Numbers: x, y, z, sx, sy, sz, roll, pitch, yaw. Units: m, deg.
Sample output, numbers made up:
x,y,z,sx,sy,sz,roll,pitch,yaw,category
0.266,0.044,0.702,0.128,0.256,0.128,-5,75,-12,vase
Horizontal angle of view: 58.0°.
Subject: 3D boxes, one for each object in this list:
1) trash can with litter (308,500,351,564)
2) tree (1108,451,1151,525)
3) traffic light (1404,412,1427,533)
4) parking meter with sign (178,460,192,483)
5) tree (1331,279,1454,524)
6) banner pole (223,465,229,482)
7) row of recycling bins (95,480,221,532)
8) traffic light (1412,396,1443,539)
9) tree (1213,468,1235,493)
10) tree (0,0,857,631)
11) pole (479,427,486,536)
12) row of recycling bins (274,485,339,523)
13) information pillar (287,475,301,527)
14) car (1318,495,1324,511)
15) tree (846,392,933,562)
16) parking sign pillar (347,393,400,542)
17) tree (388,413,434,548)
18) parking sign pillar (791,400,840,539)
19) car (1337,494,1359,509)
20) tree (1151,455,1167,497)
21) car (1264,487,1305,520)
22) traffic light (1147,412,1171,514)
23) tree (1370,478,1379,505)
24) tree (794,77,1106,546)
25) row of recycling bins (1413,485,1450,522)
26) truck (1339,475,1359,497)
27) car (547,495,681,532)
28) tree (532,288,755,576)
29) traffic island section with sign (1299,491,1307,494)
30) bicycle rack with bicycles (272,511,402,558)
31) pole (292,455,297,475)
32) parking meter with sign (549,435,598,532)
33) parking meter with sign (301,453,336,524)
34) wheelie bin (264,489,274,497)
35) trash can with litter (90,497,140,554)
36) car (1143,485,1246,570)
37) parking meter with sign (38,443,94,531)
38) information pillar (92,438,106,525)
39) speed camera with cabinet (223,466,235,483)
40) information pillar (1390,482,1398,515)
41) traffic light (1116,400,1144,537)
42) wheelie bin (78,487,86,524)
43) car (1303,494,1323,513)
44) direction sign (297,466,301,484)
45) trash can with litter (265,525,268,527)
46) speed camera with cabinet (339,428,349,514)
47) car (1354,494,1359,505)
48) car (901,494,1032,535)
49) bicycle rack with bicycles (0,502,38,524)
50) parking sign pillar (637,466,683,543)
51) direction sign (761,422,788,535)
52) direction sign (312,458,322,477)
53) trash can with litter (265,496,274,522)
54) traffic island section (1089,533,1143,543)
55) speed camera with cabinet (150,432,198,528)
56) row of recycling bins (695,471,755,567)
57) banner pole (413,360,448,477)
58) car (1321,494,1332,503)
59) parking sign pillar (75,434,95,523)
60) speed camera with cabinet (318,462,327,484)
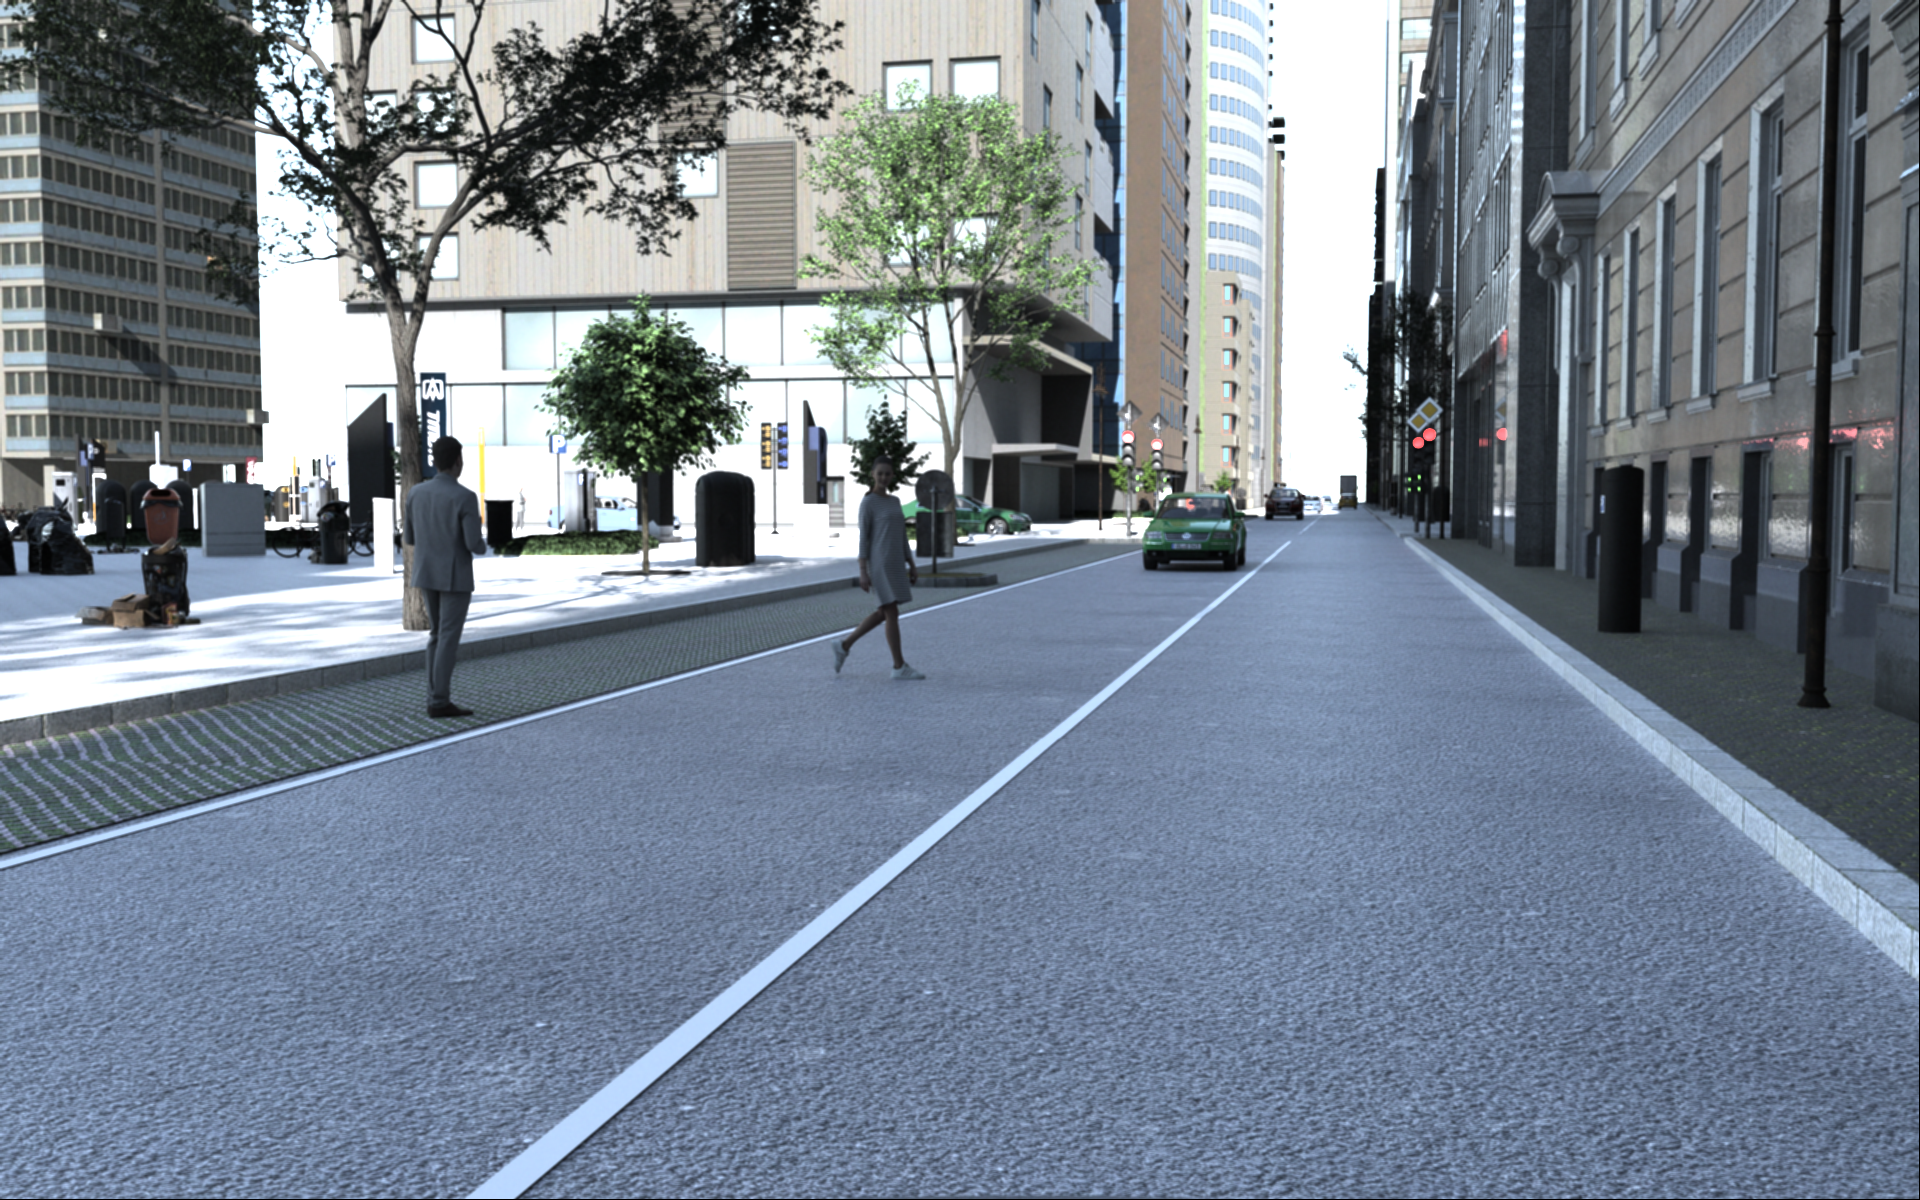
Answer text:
x,y,z,sx,sy,sz,roll,pitch,yaw,category
-11.666,-1.251,31.838,1.055,1.170,0.624,3,5,41,trash can with litter
6.946,-4.719,71.753,1.663,3.219,1.824,0,3,0,tree
15.225,-4.206,57.688,0.839,4.253,0.868,1,4,13,traffic light
-39.707,-5.583,87.544,0.543,3.016,1.738,2,4,27,parking meter with sign
20.281,-8.620,75.357,7.601,10.594,8.767,3,4,37,tree
-53.323,-8.305,125.800,0.863,3.779,0.401,3,4,37,banner pole
-23.076,-2.633,50.170,3.534,1.692,1.069,-2,4,-31,row of recycling bins
13.479,-3.729,49.895,0.839,4.253,0.868,1,4,13,traffic light
19.369,-8.112,127.226,1.663,3.219,1.824,0,3,0,tree
-5.105,-5.015,16.403,8.767,10.594,7.601,0,4,0,tree
-14.543,-3.602,52.740,0.158,3.312,0.155,0,3,0,pole
-29.189,-4.355,78.322,3.534,1.692,1.069,0,4,-5,row of recycling bins
-25.681,-3.816,66.883,0.304,2.012,0.304,2,4,35,information pillar
29.757,-8.199,146.423,2.083,1.381,4.827,1,4,15,car
-1.313,-2.347,32.973,1.663,3.219,1.824,0,3,0,tree
-15.872,-3.563,46.723,1.447,3.967,1.447,2,4,25,parking sign pillar
-12.833,-2.869,41.512,1.663,3.219,1.824,0,3,0,tree
-4.199,-3.777,50.222,1.447,3.967,1.447,1,4,8,parking sign pillar
37.136,-9.518,165.842,2.015,1.641,3.980,1,4,14,car
8.501,-5.116,78.241,1.663,3.219,1.824,0,3,0,tree
18.412,-5.474,98.172,2.281,1.827,5.304,1,4,13,car
6.817,-4.320,59.548,0.839,4.253,0.868,1,4,13,traffic light
51.183,-13.359,213.026,1.663,3.219,1.824,0,3,0,tree
-0.221,-7.158,42.787,9.928,11.665,9.643,0,3,0,tree
22.755,-4.465,80.112,3.534,1.692,1.069,2,4,25,row of recycling bins
57.588,-16.374,256.623,2.839,4.237,11.283,1,4,14,truck
-11.693,-2.856,58.695,4.499,1.417,2.014,1,4,11,car
-5.134,-2.695,27.778,4.285,4.588,4.351,0,3,0,tree
52.606,-15.632,264.202,1.989,1.847,2.006,1,4,13,traffic island section with sign
-12.616,-1.396,36.202,2.925,0.926,2.852,-1,4,-10,bicycle rack with bicycles
-34.910,-5.936,90.902,0.158,3.312,0.155,0,3,0,pole
-11.182,-3.308,50.353,1.738,3.016,0.543,3,5,42,parking meter with sign
-27.762,-4.802,74.768,1.738,3.016,0.543,2,4,24,parking meter with sign
-47.190,-6.720,117.786,0.980,1.594,0.693,-2,4,-27,wheelie bin
-18.615,-1.613,37.433,1.678,1.210,2.233,1,4,12,trash can with litter
4.644,-1.542,34.011,1.959,1.807,4.718,1,4,12,car
-30.839,-3.879,59.690,1.738,3.016,0.543,0,4,-6,parking meter with sign
-35.513,-4.898,71.439,0.504,3.616,0.183,-2,4,-26,information pillar
-52.800,-7.913,123.721,2.038,3.252,0.660,1,4,18,speed camera with cabinet
26.468,-6.186,105.631,0.304,2.012,0.304,-2,4,-34,information pillar
5.071,-3.843,51.756,0.839,4.253,0.868,1,4,13,traffic light
-37.791,-4.028,73.770,0.693,1.594,0.980,3,5,41,wheelie bin
26.360,-7.255,130.629,2.014,1.417,4.499,1,4,13,car
-52.764,-8.947,138.279,0.379,3.537,0.876,0,4,-6,direction sign
-30.624,-3.811,73.369,2.233,1.210,1.678,2,4,27,trash can with litter
-17.844,-3.522,51.919,2.038,3.252,0.660,3,5,41,speed camera with cabinet
51.862,-13.331,229.763,2.131,1.459,4.920,1,4,14,car
-0.047,-2.784,57.314,4.920,1.459,2.131,1,4,11,car
-41.202,-3.773,75.077,2.925,0.926,2.852,-2,4,-33,bicycle rack with bicycles
-8.044,-3.495,45.615,1.447,3.967,1.447,-3,4,-37,parking sign pillar
-5.859,-3.838,54.745,0.876,3.537,0.379,1,4,10,direction sign
-40.585,-7.177,109.337,0.876,3.537,0.379,2,4,30,direction sign
-31.989,-4.194,79.966,0.624,1.170,1.055,-1,4,-19,trash can with litter
5.035,-1.811,51.899,2.009,0.180,2.903,1,4,13,traffic island section
-24.763,-3.696,54.763,2.038,3.252,0.660,2,4,34,speed camera with cabinet
-4.313,-1.527,32.083,1.069,1.692,3.534,0,4,-4,row of recycling bins
-9.688,-2.531,31.394,0.863,3.779,0.401,0,4,-1,banner pole
60.102,-16.619,284.079,2.083,1.381,4.827,1,4,12,car
-39.430,-5.486,78.175,1.447,3.967,1.447,0,4,-8,parking sign pillar
-39.242,-6.820,105.844,0.660,3.252,2.038,0,4,5,speed camera with cabinet
